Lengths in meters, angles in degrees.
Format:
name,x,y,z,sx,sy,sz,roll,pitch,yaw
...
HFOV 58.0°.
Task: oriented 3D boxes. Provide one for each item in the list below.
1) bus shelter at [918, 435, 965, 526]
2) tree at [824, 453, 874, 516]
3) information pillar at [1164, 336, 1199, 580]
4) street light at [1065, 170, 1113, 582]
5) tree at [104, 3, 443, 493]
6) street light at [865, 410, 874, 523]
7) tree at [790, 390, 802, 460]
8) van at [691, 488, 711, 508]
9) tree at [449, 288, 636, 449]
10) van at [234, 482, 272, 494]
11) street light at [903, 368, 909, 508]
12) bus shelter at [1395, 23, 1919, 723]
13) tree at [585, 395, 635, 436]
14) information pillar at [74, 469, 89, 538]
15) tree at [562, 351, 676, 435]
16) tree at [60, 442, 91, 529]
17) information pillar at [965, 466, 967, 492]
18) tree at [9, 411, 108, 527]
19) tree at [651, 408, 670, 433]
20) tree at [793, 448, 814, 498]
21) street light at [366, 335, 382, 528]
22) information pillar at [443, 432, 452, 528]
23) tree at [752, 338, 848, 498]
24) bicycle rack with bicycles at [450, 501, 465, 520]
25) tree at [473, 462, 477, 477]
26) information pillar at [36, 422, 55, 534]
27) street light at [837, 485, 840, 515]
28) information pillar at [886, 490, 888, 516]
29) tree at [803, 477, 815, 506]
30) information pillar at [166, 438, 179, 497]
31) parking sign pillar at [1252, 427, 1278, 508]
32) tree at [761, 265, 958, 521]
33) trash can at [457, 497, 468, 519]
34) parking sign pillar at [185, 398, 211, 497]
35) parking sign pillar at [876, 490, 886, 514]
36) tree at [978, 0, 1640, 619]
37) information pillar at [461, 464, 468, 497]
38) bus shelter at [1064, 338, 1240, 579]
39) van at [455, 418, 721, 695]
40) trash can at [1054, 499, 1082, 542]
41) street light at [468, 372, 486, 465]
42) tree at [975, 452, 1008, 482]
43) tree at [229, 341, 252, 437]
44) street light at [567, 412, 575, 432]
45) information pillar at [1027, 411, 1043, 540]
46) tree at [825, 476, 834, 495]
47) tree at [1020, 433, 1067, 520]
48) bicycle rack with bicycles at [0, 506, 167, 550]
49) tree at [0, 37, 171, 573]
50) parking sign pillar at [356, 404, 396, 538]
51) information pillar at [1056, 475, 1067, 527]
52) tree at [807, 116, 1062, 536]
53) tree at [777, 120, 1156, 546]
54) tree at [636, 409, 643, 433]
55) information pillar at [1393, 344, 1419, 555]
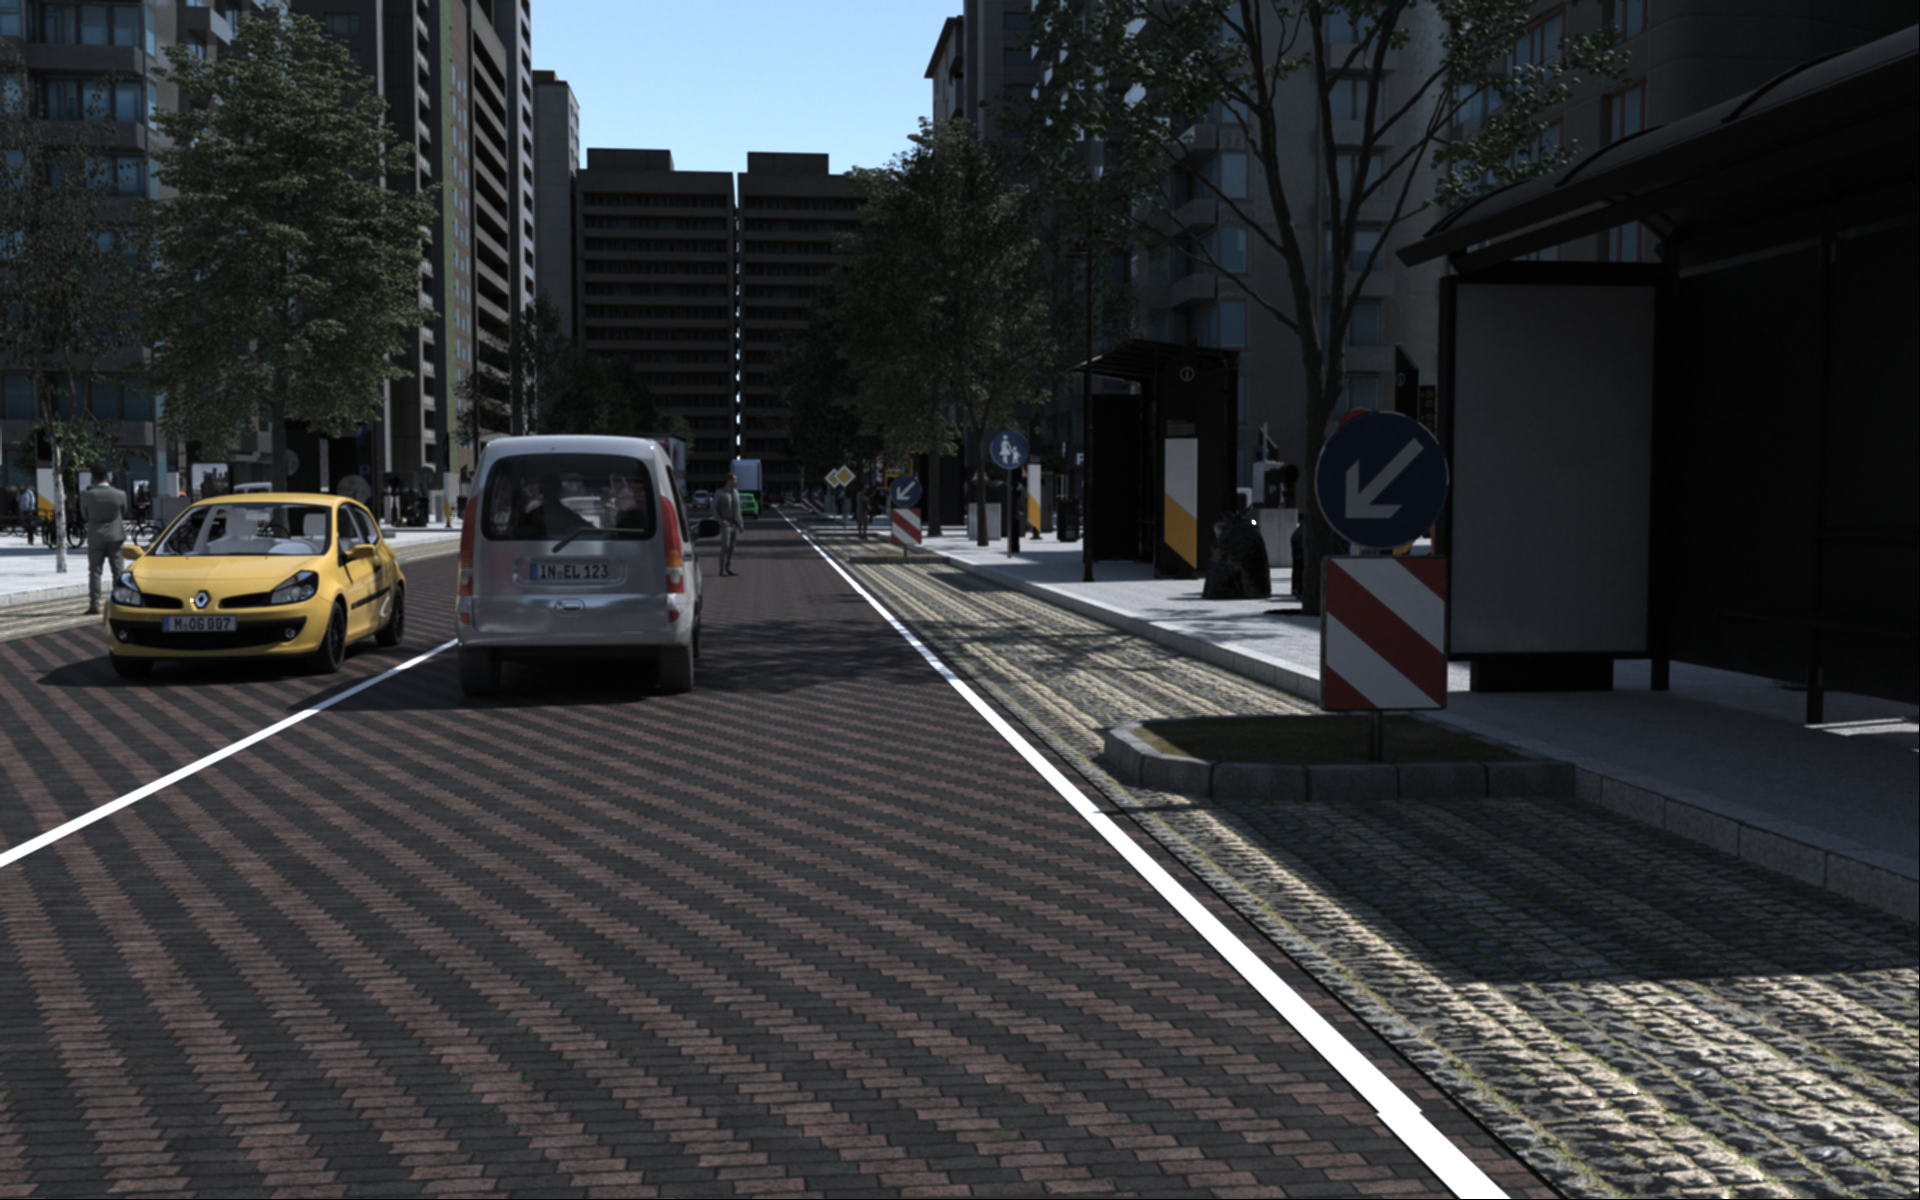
name,x,y,z,sx,sy,sz,roll,pitch,yaw
bus shelter,-0.916,-4.930,71.893,1.731,3.624,6.357,0,4,-6
tree,-6.334,-7.229,101.900,4.285,4.588,4.351,0,3,0
information pillar,3.319,-2.112,25.889,0.504,3.616,0.183,1,4,15
street light,1.879,-3.204,25.166,0.468,5.910,1.993,0,4,-7
tree,-15.690,-7.496,40.682,7.486,12.596,7.792,0,3,0
street light,-3.925,-6.307,75.900,0.468,5.910,1.993,0,4,-7
tree,-8.798,-12.780,127.083,7.486,12.596,7.792,0,3,0
van,-26.845,-10.573,179.872,2.013,2.044,4.112,0,4,-5
tree,-19.457,-8.781,77.984,7.601,10.594,8.767,0,4,1
van,-24.795,-3.242,60.022,4.112,2.044,2.013,0,4,-7
street light,-1.816,-5.235,58.384,0.468,5.910,1.993,0,4,-7
bus shelter,4.152,-0.904,8.709,2.014,3.302,5.546,0,4,-7
tree,-25.233,-10.586,123.446,4.360,8.622,3.978,0,3,0
information pillar,-25.626,-2.818,50.560,0.304,2.012,0.304,3,5,40
tree,-27.581,-13.615,139.619,9.611,12.733,9.660,0,3,0
tree,-33.328,-4.291,64.759,1.663,3.219,1.824,0,3,0
information pillar,0.255,-8.171,124.953,0.504,3.616,0.183,0,4,6
tree,-35.386,-5.159,68.055,4.285,4.588,4.351,0,3,0
tree,-35.672,-17.410,210.416,9.928,11.665,9.643,0,3,0
tree,-15.932,-14.245,183.266,4.737,8.622,4.395,0,3,0
street light,-16.159,-4.590,47.839,0.468,5.910,1.993,0,4,-7
information pillar,-19.520,-4.559,65.887,0.183,3.616,0.504,-2,4,-35
tree,-18.258,-21.371,205.297,12.611,20.169,13.585,0,3,0
bicycle rack with bicycles,-24.064,-4.391,85.168,2.852,0.926,2.925,1,4,11
tree,-34.840,-8.909,129.374,4.285,4.588,4.351,0,3,0
information pillar,-29.519,-3.949,55.925,0.504,3.616,0.183,-3,4,-38
street light,-7.585,-8.278,108.137,0.468,5.910,1.993,0,4,-7
information pillar,-4.055,-5.839,99.960,0.304,2.012,0.304,2,4,33
tree,-16.292,-11.783,187.253,1.663,3.219,1.824,0,3,0
information pillar,-29.717,-4.530,65.416,0.504,3.616,0.183,1,4,19
parking sign pillar,12.242,-4.955,69.482,1.447,3.967,1.447,-1,4,-20
tree,-4.869,-10.227,84.217,9.611,12.733,9.660,0,3,0
trash can,-25.266,-4.690,88.341,0.748,1.137,0.748,0,3,0
parking sign pillar,-21.168,-3.651,48.170,1.447,3.967,1.447,-1,4,-13
parking sign pillar,-5.038,-7.674,113.935,1.447,3.967,1.447,1,4,20
tree,3.827,-5.652,18.168,9.928,11.665,9.643,0,3,0
information pillar,-38.211,-8.696,133.539,0.504,3.616,0.183,-1,4,-12
bus shelter,3.128,-2.327,29.327,1.731,3.624,6.357,0,4,-6
van,-2.927,-0.416,13.809,2.013,2.044,4.112,0,4,-7
trash can,2.896,-2.119,46.301,0.748,1.137,0.748,0,3,0
street light,-18.217,-5.662,65.361,0.468,5.910,1.993,0,4,-7
tree,1.209,-5.045,77.089,1.663,3.219,1.824,0,3,0
tree,-33.655,-7.749,77.056,4.360,8.622,3.978,0,3,0
street light,-21.892,-7.634,97.596,0.468,5.910,1.993,0,4,-7
information pillar,2.088,-3.504,48.642,0.504,3.616,0.183,-3,5,-45
tree,-10.050,-11.290,134.959,4.360,8.622,3.978,0,3,0
tree,3.659,-6.225,85.486,4.285,4.588,4.351,0,3,0
bicycle rack with bicycles,-20.374,-1.691,41.025,2.852,0.926,2.925,1,4,21
tree,-14.643,-4.737,27.805,4.360,8.622,3.978,0,3,0
parking sign pillar,-17.211,-3.788,50.403,1.447,3.967,1.447,-1,4,-10
information pillar,3.953,-3.843,67.329,0.304,2.012,0.304,-3,5,-42
tree,-0.652,-8.201,52.208,7.486,12.596,7.792,0,3,0
tree,0.625,-6.617,42.604,8.767,10.594,7.601,0,4,6
tree,-23.203,-10.561,107.078,8.767,10.594,7.601,2,4,24
information pillar,6.909,-2.173,26.890,0.183,3.616,0.504,-1,4,-22
